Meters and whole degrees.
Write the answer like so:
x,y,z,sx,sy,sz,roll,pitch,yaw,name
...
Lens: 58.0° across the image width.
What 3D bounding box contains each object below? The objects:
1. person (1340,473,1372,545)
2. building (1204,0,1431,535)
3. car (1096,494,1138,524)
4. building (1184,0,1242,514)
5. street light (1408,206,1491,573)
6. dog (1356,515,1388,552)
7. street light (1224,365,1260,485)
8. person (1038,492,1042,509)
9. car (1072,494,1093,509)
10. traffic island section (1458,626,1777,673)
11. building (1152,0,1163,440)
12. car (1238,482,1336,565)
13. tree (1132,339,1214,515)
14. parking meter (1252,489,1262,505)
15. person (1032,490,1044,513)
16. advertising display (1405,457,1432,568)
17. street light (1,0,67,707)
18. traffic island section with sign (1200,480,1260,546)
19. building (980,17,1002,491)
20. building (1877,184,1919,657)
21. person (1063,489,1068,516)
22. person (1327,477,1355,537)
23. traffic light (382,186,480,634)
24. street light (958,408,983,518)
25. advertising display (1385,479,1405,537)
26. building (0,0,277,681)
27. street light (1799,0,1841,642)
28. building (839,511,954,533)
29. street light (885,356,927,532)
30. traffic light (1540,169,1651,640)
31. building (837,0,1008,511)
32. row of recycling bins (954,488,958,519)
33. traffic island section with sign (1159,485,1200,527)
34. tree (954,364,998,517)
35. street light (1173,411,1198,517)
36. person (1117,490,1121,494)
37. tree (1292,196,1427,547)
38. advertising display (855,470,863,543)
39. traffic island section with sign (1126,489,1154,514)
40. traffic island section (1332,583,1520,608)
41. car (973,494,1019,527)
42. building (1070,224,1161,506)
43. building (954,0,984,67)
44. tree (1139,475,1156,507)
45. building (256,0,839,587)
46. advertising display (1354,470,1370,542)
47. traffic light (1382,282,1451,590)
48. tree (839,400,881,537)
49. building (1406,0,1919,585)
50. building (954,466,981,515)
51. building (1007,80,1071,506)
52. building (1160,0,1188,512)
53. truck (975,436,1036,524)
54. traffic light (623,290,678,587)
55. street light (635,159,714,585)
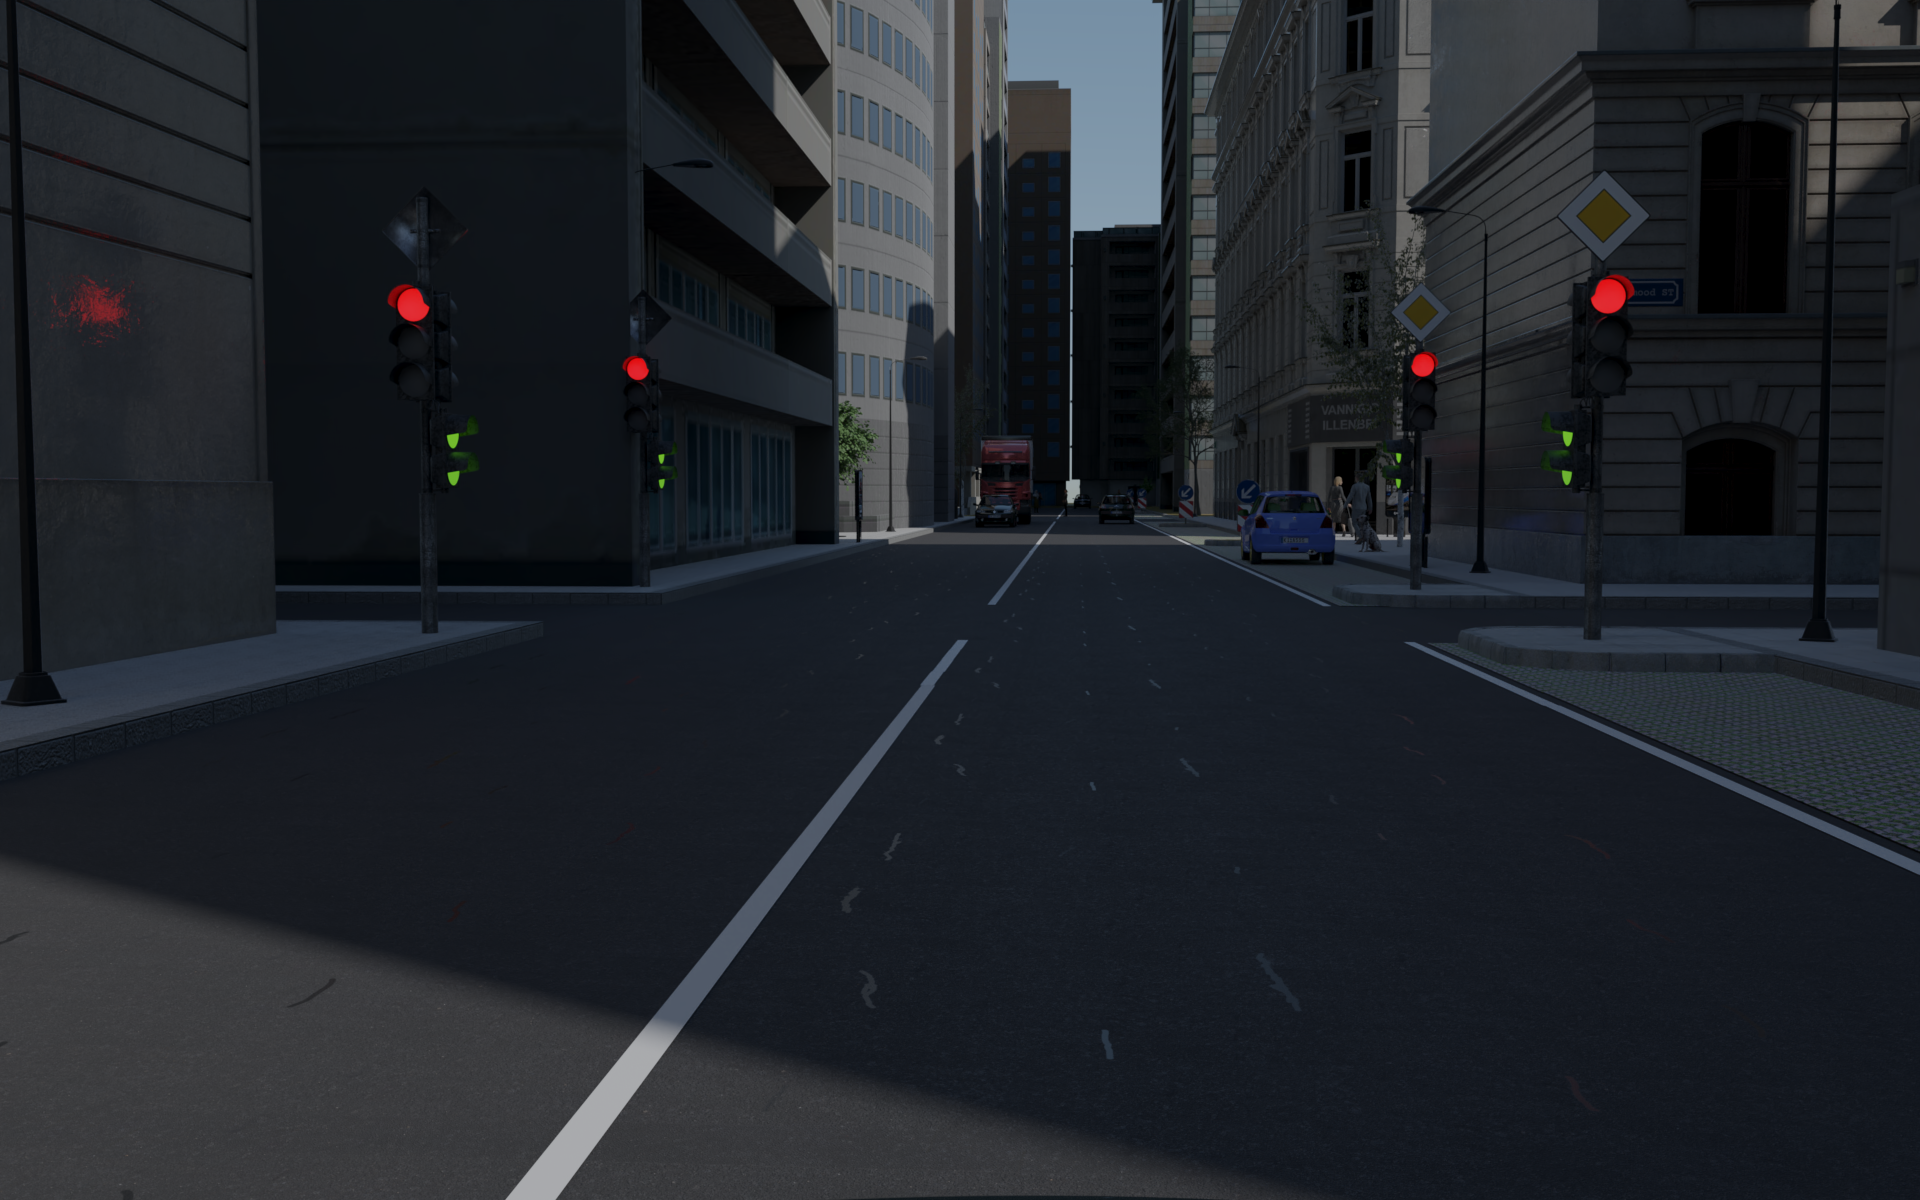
x,y,z,sx,sy,sz,roll,pitch,yaw,name
10.153,-2.326,44.191,0.709,1.813,0.853,-2,4,-26,person
20.601,-18.222,74.343,17.030,29.872,44.131,0,4,4,building
7.627,-4.552,84.213,2.009,1.686,4.222,0,4,6,car
22.064,-26.415,115.484,14.154,41.232,14.086,0,4,4,building
7.927,-3.396,28.064,1.470,5.913,1.316,0,4,4,street light
9.205,-1.467,38.369,0.800,0.831,0.513,1,4,17,dog
10.212,-5.500,62.459,1.470,5.913,1.316,0,4,4,street light
7.822,-9.889,171.648,0.593,1.643,0.415,-2,4,-35,person
12.097,-9.865,171.081,2.009,1.686,4.222,0,4,4,car
5.603,0.428,15.291,2.009,0.180,2.903,0,4,4,traffic island section
32.369,-34.773,157.779,28.713,52.752,27.495,0,4,4,building
6.809,-1.627,36.190,1.945,1.707,3.694,0,4,5,car
14.078,-10.386,104.224,7.601,10.594,8.767,1,4,23,tree
11.138,-3.463,65.038,0.372,1.533,0.369,0,3,0,parking meter
5.866,-7.499,131.838,1.217,1.736,0.721,-3,4,-38,person
8.061,-1.539,30.384,0.123,1.923,0.974,0,4,-2,advertising display
-5.137,-2.315,10.396,1.470,5.913,1.316,0,4,4,street light
7.818,-2.413,48.083,1.989,1.847,2.006,0,4,4,traffic island section with sign
-3.833,-28.195,144.588,14.154,41.232,14.086,0,4,4,building
17.089,-34.434,1.243,20.563,71.187,20.611,0,4,4,building
6.706,-6.226,111.009,0.721,1.735,1.217,0,4,-3,person
11.500,-2.795,51.963,0.699,1.804,1.509,-1,4,-14,person
-4.875,-1.648,15.863,0.839,4.253,0.868,0,4,4,traffic light
0.565,-7.422,93.886,1.470,5.913,1.316,0,4,4,street light
13.092,-2.834,51.555,0.123,1.923,0.974,-3,5,-40,advertising display
-20.983,-10.746,8.974,30.059,22.955,16.112,0,4,4,building
6.972,-2.598,15.021,1.470,5.913,1.316,0,4,4,street light
-11.676,-32.193,68.358,21.231,58.520,28.212,0,4,4,building
-1.813,-5.265,58.623,1.470,5.913,1.316,0,4,4,street light
5.564,-1.606,15.179,0.839,4.253,0.868,0,4,4,traffic light
-9.671,-38.044,164.017,28.212,58.520,21.231,0,4,4,building
-1.859,-5.014,89.084,3.534,1.692,1.069,-1,4,-8,row of recycling bins
9.624,-4.058,74.977,1.989,1.847,2.006,0,4,4,traffic island section with sign
-0.094,-8.974,97.092,4.360,8.622,3.978,0,3,0,tree
12.641,-7.616,97.067,1.470,5.913,1.316,0,4,4,street light
13.569,-8.507,147.688,1.348,1.812,0.705,-1,4,-19,person
10.448,-5.593,41.815,4.360,8.622,3.978,0,3,0,tree
-2.692,-2.500,46.091,0.123,1.923,0.974,0,4,2,advertising display
13.013,-7.125,125.129,1.989,1.847,2.006,0,4,4,traffic island section with sign
6.140,-0.060,23.258,2.009,0.180,2.903,0,4,4,traffic island section
1.597,-4.032,75.713,2.009,1.686,4.222,0,4,4,car
19.057,-25.479,188.285,14.107,30.474,14.160,0,4,4,building
-5.504,-29.361,130.163,14.600,45.320,14.200,0,4,4,building
18.822,-11.074,175.664,1.663,3.219,1.824,0,3,0,tree
-14.458,-25.074,33.660,21.300,48.544,21.600,0,4,4,building
10.882,-2.554,46.977,0.123,1.923,0.974,0,4,-5,advertising display
6.100,-2.093,23.147,0.839,4.253,0.868,0,4,4,traffic light
-4.079,-4.154,51.629,4.285,4.588,4.351,0,3,0,tree
26.093,-12.776,27.979,34.723,24.649,14.460,0,4,4,building
-14.984,-25.686,111.850,32.217,40.220,23.993,0,4,4,building
4.897,-32.912,188.214,14.200,45.320,14.600,0,4,4,building
26.687,-31.138,132.801,21.300,48.544,21.600,0,4,4,building
2.345,-5.912,85.570,2.839,4.237,11.283,0,4,3,truck
-4.338,-2.135,23.831,0.839,4.253,0.868,0,4,4,traffic light
-4.109,-3.158,24.173,1.470,5.913,1.316,0,4,4,street light
